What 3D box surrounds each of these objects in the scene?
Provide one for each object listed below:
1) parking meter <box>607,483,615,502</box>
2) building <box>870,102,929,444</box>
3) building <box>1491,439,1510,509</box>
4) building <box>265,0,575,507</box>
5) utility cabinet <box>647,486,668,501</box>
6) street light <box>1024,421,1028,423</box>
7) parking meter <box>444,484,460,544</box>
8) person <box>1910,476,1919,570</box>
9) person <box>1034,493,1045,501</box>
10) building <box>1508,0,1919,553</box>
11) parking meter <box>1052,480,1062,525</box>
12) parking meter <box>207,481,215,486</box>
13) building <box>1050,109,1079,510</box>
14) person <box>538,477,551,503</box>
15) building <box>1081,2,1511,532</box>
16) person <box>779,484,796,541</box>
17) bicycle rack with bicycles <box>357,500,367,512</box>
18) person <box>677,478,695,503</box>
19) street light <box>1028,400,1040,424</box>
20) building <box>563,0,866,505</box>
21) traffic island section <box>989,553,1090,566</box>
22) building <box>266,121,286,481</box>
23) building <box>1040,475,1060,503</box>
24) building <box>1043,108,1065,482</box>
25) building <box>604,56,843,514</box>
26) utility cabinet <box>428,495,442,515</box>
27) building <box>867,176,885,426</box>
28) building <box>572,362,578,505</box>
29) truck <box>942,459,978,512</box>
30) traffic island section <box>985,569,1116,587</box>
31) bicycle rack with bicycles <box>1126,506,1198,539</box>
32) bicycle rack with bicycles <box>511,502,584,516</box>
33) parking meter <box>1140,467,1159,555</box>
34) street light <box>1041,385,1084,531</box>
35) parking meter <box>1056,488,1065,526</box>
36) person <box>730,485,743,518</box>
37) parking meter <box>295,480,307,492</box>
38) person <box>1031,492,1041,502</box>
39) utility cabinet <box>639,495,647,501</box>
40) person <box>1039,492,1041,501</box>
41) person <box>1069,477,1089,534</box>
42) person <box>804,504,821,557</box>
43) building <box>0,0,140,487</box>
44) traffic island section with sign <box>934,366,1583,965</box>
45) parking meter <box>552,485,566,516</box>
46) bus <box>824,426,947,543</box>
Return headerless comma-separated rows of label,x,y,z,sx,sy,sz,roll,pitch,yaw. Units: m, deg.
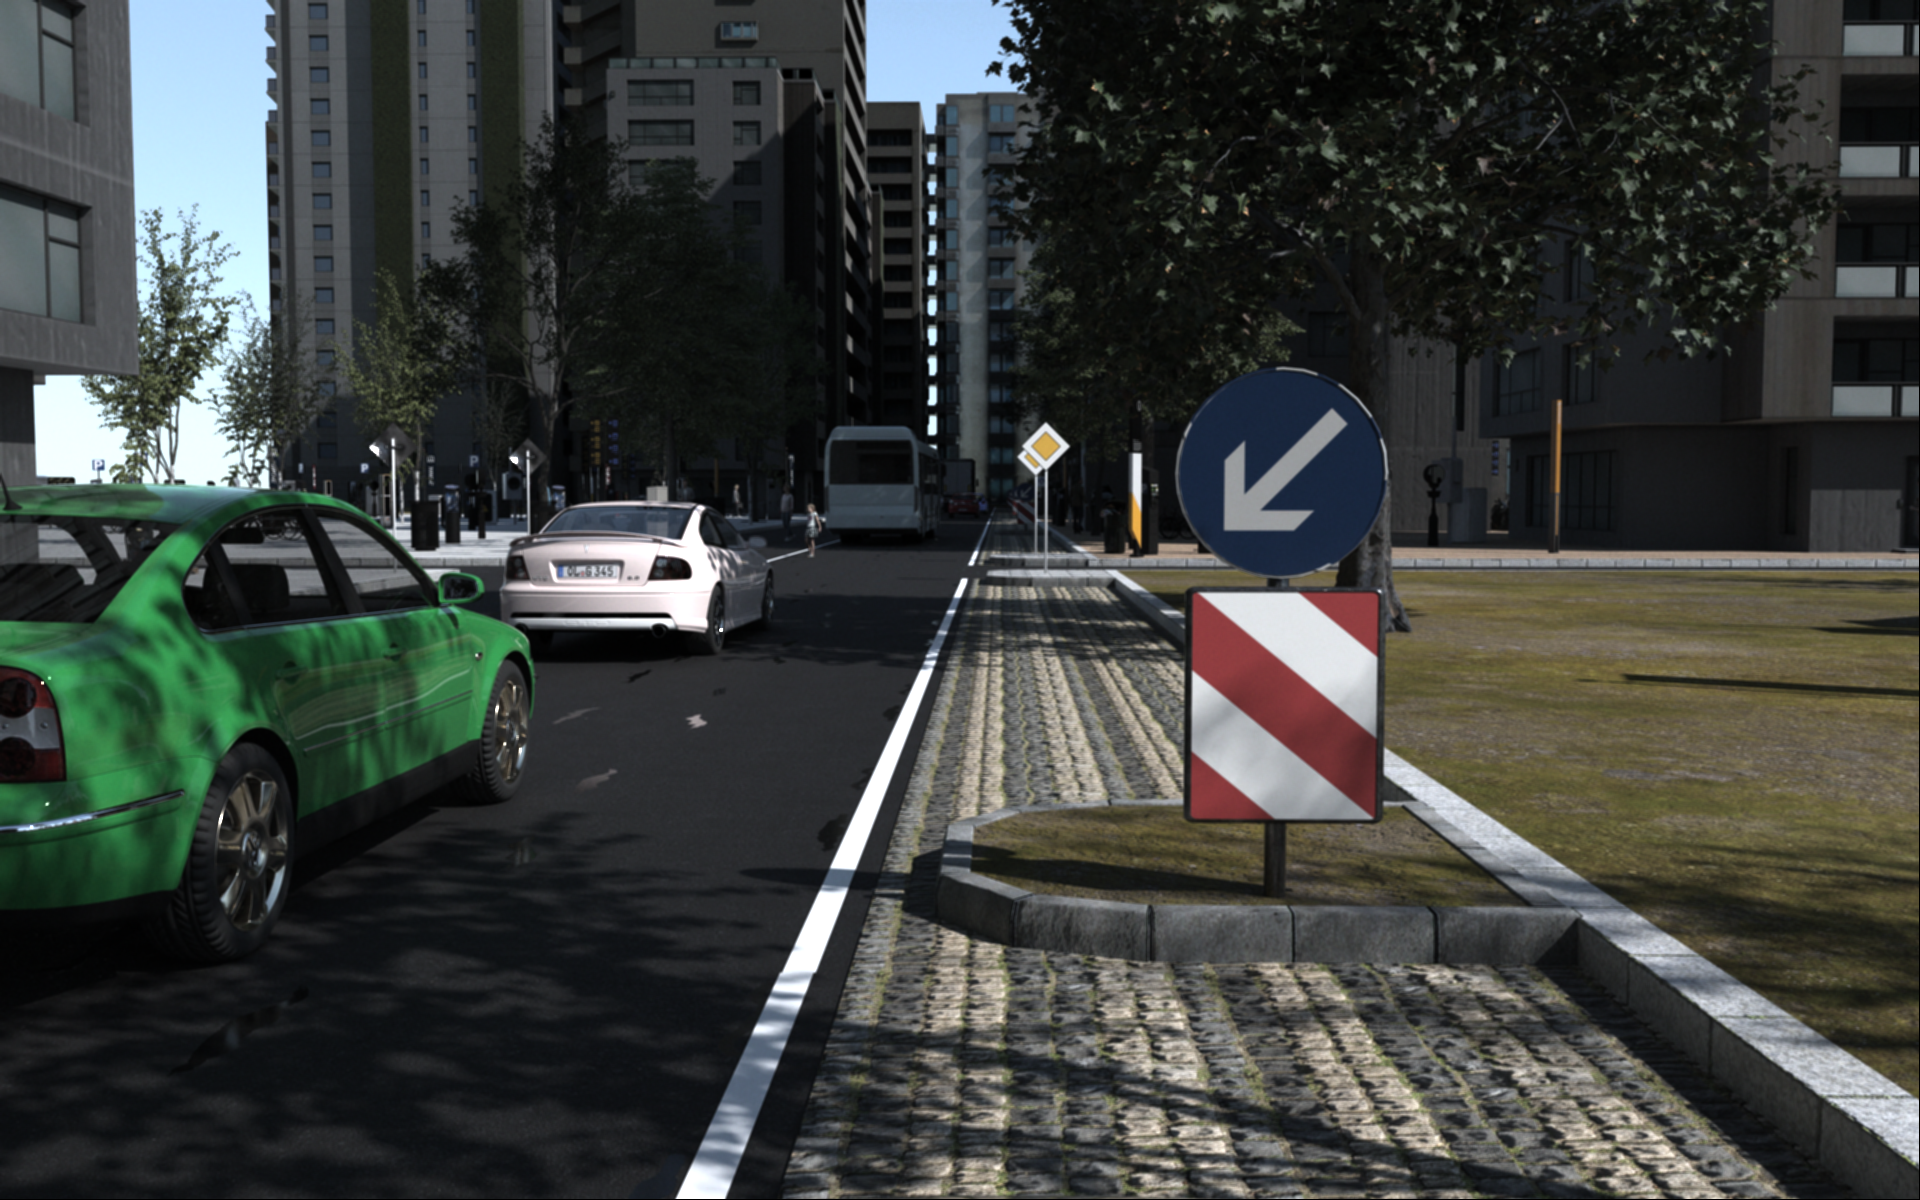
parking meter,-18.003,-5.111,89.280,0.399,1.863,0.255,-1,4,-13
building,-14.737,-35.582,205.461,21.600,48.544,21.300,0,4,1
building,18.237,-29.057,94.685,23.786,49.044,30.456,0,4,1
building,-53.552,-38.744,175.471,28.212,58.520,21.231,0,4,1
utility cabinet,-8.665,-2.499,49.541,0.318,1.500,1.173,0,4,6
street light,4.765,-8.461,110.877,1.470,5.913,1.316,0,4,1
parking meter,-13.170,-2.234,44.937,0.372,1.533,0.369,0,3,0
person,17.774,-1.417,32.005,0.599,1.781,0.374,-3,5,-39
person,5.768,-7.065,124.741,0.799,1.438,0.628,-1,4,-14
building,21.697,-21.919,41.965,14.086,41.232,14.154,0,4,1
parking meter,4.030,-4.057,72.049,0.399,1.863,0.255,-3,5,-44
parking meter,-33.617,-4.409,77.800,0.255,1.863,0.399,0,4,-7
building,18.205,-29.244,132.772,22.147,44.769,28.867,0,4,1
person,-11.949,-2.666,49.971,0.444,1.785,0.601,1,4,12
building,11.471,-23.319,64.860,14.154,41.232,14.086,0,4,1
person,-5.235,-2.663,52.714,0.731,1.740,0.598,3,4,36
bicycle rack with bicycles,-35.166,-5.533,103.850,2.852,0.926,2.925,0,4,-5
person,-9.124,-3.142,57.610,0.606,1.804,0.583,0,4,-4
street light,4.228,-6.895,85.280,1.470,5.913,1.316,0,4,1
building,-18.755,-31.316,135.715,21.300,48.544,21.600,0,4,1
traffic island section,1.610,-0.833,35.898,2.009,0.180,2.903,0,4,1
building,-71.128,-33.844,203.458,14.200,45.320,14.600,0,4,1
building,23.679,-28.580,159.170,32.217,40.220,23.993,0,4,1
building,15.579,-30.260,178.338,14.154,41.232,14.086,0,4,1
building,-15.648,-21.198,118.293,14.160,30.474,14.107,0,4,1
utility cabinet,-32.108,-5.800,105.993,1.020,1.237,0.306,3,4,37
building,-14.222,-23.421,154.635,14.160,30.474,14.107,0,4,1
building,-23.157,-52.708,174.449,31.000,86.520,22.319,0,4,1
truck,-0.027,-9.414,142.830,2.839,4.237,11.283,0,4,2
traffic island section,1.422,-0.345,27.915,2.009,0.180,2.903,0,4,1
bicycle rack with bicycles,6.426,-2.224,49.745,2.925,0.926,2.852,1,4,20
bicycle rack with bicycles,-17.447,-3.822,75.877,2.852,0.926,2.925,2,4,31
parking meter,3.996,-1.890,36.606,0.255,1.863,0.399,-2,4,-34
street light,3.615,-5.358,60.138,1.470,5.913,1.316,0,4,1
parking meter,4.009,-3.700,68.904,0.372,1.533,0.369,0,3,0
person,-12.186,-5.390,94.347,0.728,1.800,0.709,1,4,10
parking meter,-26.959,-3.987,70.899,0.399,1.863,0.255,1,4,18
person,5.789,-7.642,131.536,0.990,1.755,0.434,3,4,37
utility cabinet,-19.840,-5.975,108.852,0.306,1.237,1.020,1,4,12
person,6.350,-7.883,138.122,0.628,1.438,0.799,-1,4,-14
person,3.828,-3.056,55.921,0.656,1.842,0.836,0,4,6
person,-3.328,-1.592,39.547,0.505,1.210,0.382,3,5,39
building,-18.043,-20.472,18.304,14.086,41.232,14.154,0,4,1
traffic island section with sign,0.919,0.149,6.200,1.989,1.847,2.006,0,4,1
parking meter,-11.305,-2.472,48.822,0.372,1.533,0.369,0,3,0
bus,-2.155,-3.595,53.642,2.948,3.499,13.247,0,4,2
